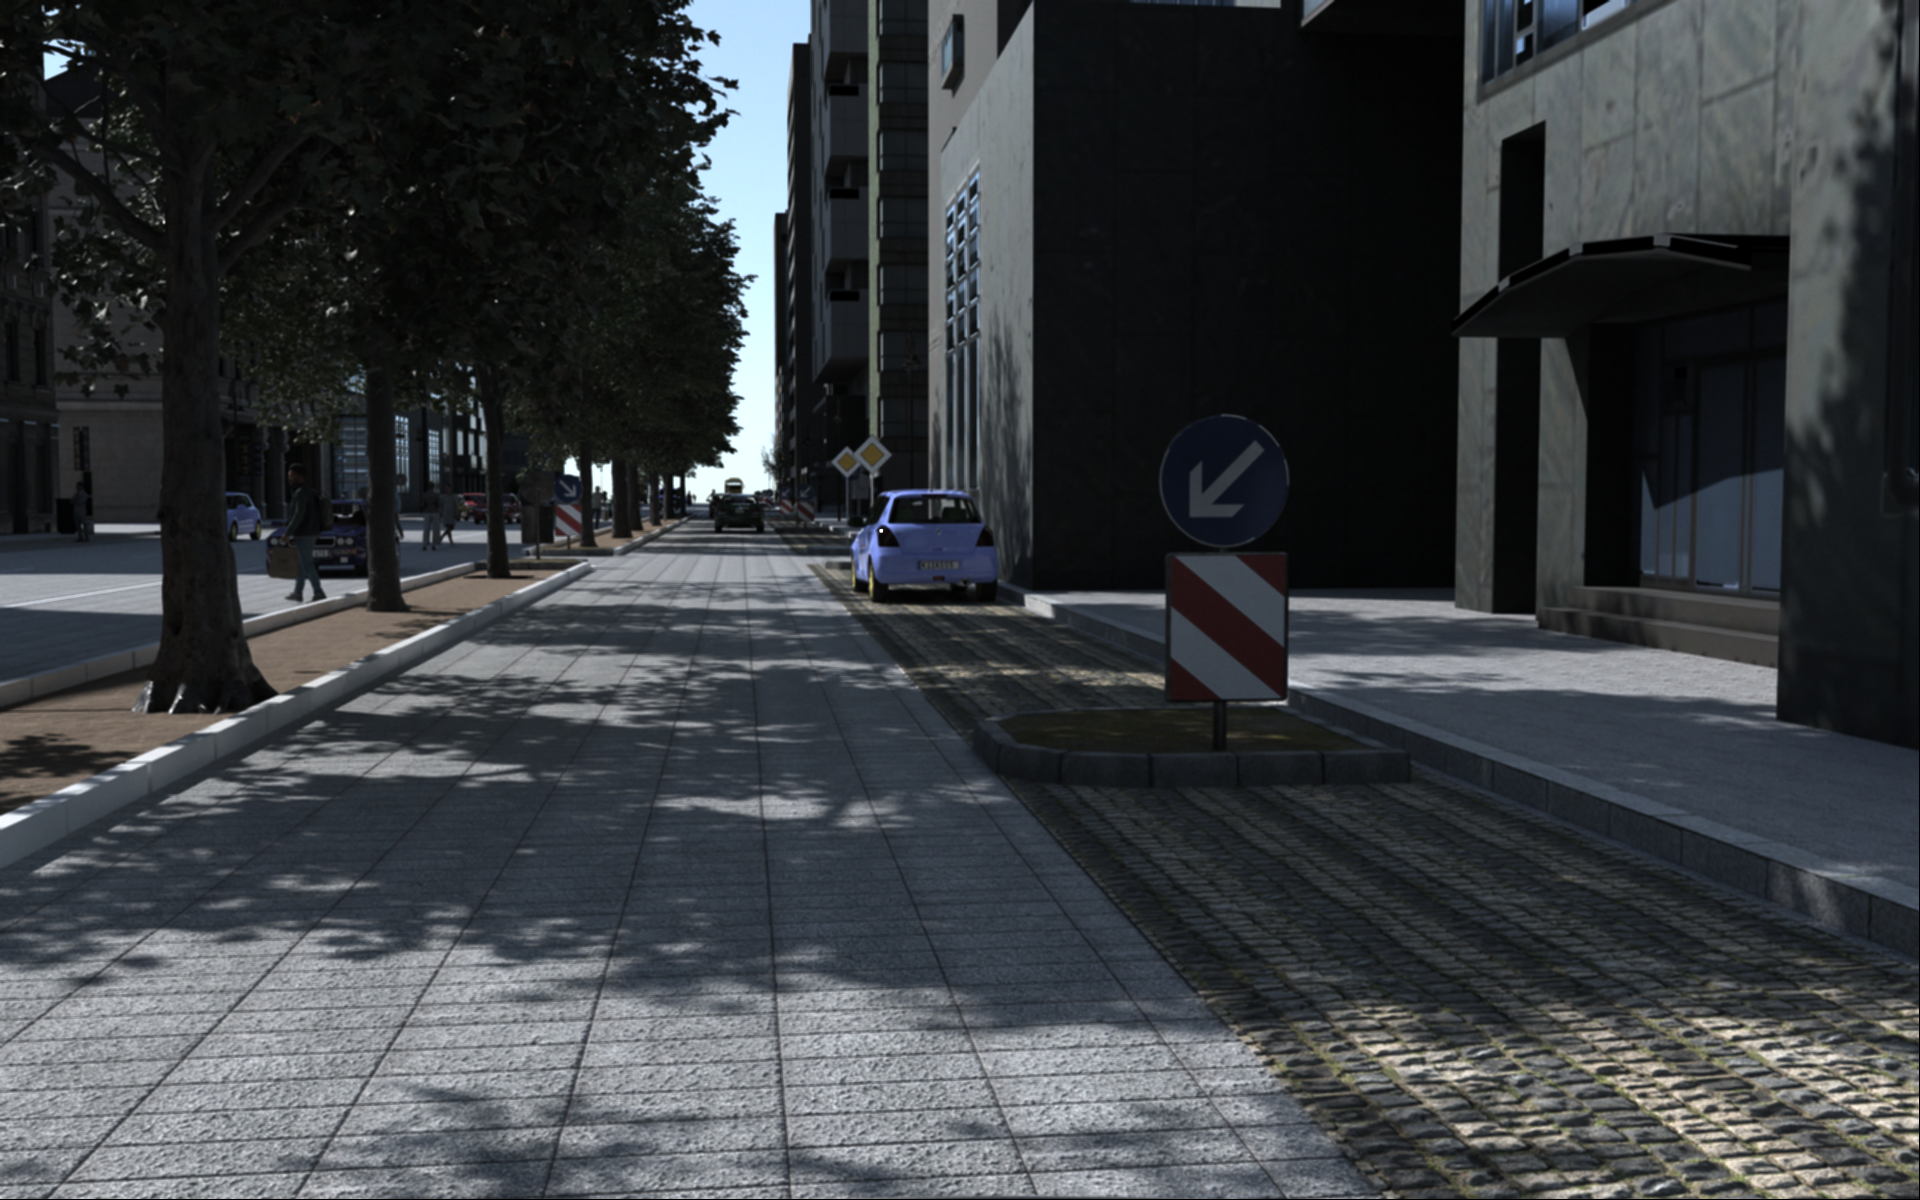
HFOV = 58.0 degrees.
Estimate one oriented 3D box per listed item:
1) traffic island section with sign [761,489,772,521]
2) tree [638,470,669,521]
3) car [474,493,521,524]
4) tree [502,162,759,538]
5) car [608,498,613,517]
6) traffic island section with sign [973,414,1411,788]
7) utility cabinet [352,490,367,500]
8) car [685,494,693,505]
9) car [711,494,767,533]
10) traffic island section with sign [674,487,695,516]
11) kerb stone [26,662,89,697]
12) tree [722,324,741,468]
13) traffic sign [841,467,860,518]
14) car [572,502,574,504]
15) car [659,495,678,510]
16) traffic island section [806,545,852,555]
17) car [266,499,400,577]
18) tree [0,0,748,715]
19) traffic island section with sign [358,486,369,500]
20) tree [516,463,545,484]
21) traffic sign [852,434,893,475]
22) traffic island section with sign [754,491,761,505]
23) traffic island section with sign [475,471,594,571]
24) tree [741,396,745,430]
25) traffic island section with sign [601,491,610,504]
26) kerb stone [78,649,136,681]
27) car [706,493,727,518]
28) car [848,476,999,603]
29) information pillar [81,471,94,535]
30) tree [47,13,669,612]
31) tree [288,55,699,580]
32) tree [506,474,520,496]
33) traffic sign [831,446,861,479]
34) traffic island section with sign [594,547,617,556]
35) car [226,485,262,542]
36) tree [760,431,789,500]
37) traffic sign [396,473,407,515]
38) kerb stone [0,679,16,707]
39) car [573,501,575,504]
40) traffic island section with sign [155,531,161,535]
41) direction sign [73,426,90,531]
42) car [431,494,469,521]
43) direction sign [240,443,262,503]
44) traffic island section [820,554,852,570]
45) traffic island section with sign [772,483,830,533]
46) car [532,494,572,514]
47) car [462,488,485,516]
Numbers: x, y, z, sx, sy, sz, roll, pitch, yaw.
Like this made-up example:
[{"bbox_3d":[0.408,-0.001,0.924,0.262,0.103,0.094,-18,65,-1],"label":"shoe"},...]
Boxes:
[{"bbox_3d":[-9.306,-5.053,91.241,1.989,1.847,2.006,0,4,-7],"label":"traffic island section with sign"},{"bbox_3d":[-15.514,-8.433,90.694,4.737,8.622,4.395,0,3,0],"label":"tree"},{"bbox_3d":[-22.361,-4.576,83.850,2.155,1.783,4.494,0,4,-6],"label":"car"},{"bbox_3d":[-10.932,-8.957,55.556,9.857,13.997,8.962,0,3,0],"label":"tree"},{"bbox_3d":[-21.143,-6.129,109.006,1.959,1.807,4.718,0,4,-8],"label":"car"},{"bbox_3d":[1.114,-0.044,9.353,1.989,1.847,2.006,0,4,-7],"label":"traffic island section with sign"},{"bbox_3d":[-35.783,-5.794,103.405,0.318,1.500,1.173,1,4,14],"label":"utility cabinet"},{"bbox_3d":[-36.382,-13.296,229.397,2.014,1.417,4.499,0,4,-6],"label":"car"},{"bbox_3d":[-8.315,-3.271,65.274,2.131,1.459,4.920,0,4,-7],"label":"car"},{"bbox_3d":[-18.615,-6.549,115.206,2.006,1.907,1.989,0,4,-7],"label":"traffic island section with sign"},{"bbox_3d":[-6.602,0.592,12.591,0.120,0.150,1.000,0,4,-7],"label":"kerb stone"},{"bbox_3d":[-9.828,-7.647,45.617,7.486,12.596,7.792,0,3,0],"label":"tree"},{"bbox_3d":[-4.261,-4.127,67.576,0.768,2.556,0.104,0,3,0],"label":"traffic sign"},{"bbox_3d":[-27.425,-6.490,118.690,1.945,1.354,3.894,-1,4,-8],"label":"car"},{"bbox_3d":[-25.927,-8.644,153.909,1.945,1.354,3.894,-1,4,-9],"label":"car"},{"bbox_3d":[-2.675,-1.195,41.826,2.009,0.180,2.903,0,4,-7],"label":"traffic island section"},{"bbox_3d":[-11.261,-1.140,31.216,1.945,1.354,3.894,0,4,-8],"label":"car"},{"bbox_3d":[-5.089,-5.609,11.175,9.611,12.733,9.660,0,3,0],"label":"tree"},{"bbox_3d":[-30.417,-4.877,88.361,1.989,1.847,2.006,0,4,-7],"label":"traffic island section with sign"},{"bbox_3d":[-44.043,-11.884,178.024,4.285,4.588,4.351,0,3,0],"label":"tree"},{"bbox_3d":[-1.690,-1.934,33.818,0.795,2.593,0.064,0,4,-7],"label":"traffic sign"},{"bbox_3d":[-15.525,-8.046,140.185,1.989,1.847,2.006,0,4,-7],"label":"traffic island section with sign"},{"bbox_3d":[-8.203,-1.540,33.317,2.006,1.907,1.989,0,4,-7],"label":"traffic island section with sign"},{"bbox_3d":[-13.444,-9.549,76.718,7.486,12.596,7.792,0,3,0],"label":"tree"},{"bbox_3d":[-50.589,-14.580,247.004,1.989,1.847,2.006,0,4,-7],"label":"traffic island section with sign"},{"bbox_3d":[-6.734,0.525,13.605,0.120,0.150,1.000,0,4,-7],"label":"kerb stone"},{"bbox_3d":[-14.430,-5.926,105.937,2.155,1.783,4.494,-1,4,-9],"label":"car"},{"bbox_3d":[-0.561,-0.889,24.124,1.945,1.707,3.694,-1,4,-9],"label":"car"},{"bbox_3d":[-27.681,-3.087,54.959,0.304,2.012,0.304,-2,4,-32],"label":"information pillar"},{"bbox_3d":[-6.849,-6.100,20.324,7.486,12.596,7.792,0,3,0],"label":"tree"},{"bbox_3d":[-7.939,-6.169,29.075,9.928,11.665,9.643,0,3,0],"label":"tree"},{"bbox_3d":[-42.360,-10.405,164.722,1.663,3.219,1.824,0,3,0],"label":"tree"},{"bbox_3d":[-2.697,-2.419,41.740,0.795,2.593,0.064,0,4,-7],"label":"traffic sign"},{"bbox_3d":[-9.127,-1.990,40.667,2.006,1.907,1.989,0,4,-7],"label":"traffic island section with sign"},{"bbox_3d":[-22.700,-2.652,52.949,1.945,1.707,3.694,0,4,-6],"label":"car"},{"bbox_3d":[-20.921,-15.230,199.371,4.737,8.622,4.395,0,3,0],"label":"tree"},{"bbox_3d":[-34.467,-6.525,106.792,0.768,2.556,0.104,0,4,-5],"label":"traffic sign"},{"bbox_3d":[-6.473,0.650,11.574,0.120,0.150,1.000,0,4,-7],"label":"kerb stone"},{"bbox_3d":[-28.192,-6.904,125.462,1.945,1.354,3.894,-1,4,-8],"label":"car"},{"bbox_3d":[-26.902,-3.189,60.761,1.989,1.847,2.006,0,4,-7],"label":"traffic island section with sign"},{"bbox_3d":[-29.505,-4.051,58.234,0.876,3.537,0.379,2,4,33],"label":"direction sign"},{"bbox_3d":[-27.520,-5.067,93.062,2.015,1.641,3.980,0,4,-6],"label":"car"},{"bbox_3d":[-31.215,-5.156,76.298,0.876,3.537,0.379,-1,4,-17],"label":"direction sign"},{"bbox_3d":[-1.668,-0.711,33.904,2.009,0.180,2.903,0,4,-7],"label":"traffic island section"},{"bbox_3d":[-5.893,-3.417,64.502,1.989,1.847,2.006,0,4,-7],"label":"traffic island section with sign"},{"bbox_3d":[-25.620,-6.125,108.820,2.281,1.827,5.304,0,4,-7],"label":"car"},{"bbox_3d":[-28.264,-5.593,100.482,2.155,1.783,4.494,0,4,-8],"label":"car"}]
